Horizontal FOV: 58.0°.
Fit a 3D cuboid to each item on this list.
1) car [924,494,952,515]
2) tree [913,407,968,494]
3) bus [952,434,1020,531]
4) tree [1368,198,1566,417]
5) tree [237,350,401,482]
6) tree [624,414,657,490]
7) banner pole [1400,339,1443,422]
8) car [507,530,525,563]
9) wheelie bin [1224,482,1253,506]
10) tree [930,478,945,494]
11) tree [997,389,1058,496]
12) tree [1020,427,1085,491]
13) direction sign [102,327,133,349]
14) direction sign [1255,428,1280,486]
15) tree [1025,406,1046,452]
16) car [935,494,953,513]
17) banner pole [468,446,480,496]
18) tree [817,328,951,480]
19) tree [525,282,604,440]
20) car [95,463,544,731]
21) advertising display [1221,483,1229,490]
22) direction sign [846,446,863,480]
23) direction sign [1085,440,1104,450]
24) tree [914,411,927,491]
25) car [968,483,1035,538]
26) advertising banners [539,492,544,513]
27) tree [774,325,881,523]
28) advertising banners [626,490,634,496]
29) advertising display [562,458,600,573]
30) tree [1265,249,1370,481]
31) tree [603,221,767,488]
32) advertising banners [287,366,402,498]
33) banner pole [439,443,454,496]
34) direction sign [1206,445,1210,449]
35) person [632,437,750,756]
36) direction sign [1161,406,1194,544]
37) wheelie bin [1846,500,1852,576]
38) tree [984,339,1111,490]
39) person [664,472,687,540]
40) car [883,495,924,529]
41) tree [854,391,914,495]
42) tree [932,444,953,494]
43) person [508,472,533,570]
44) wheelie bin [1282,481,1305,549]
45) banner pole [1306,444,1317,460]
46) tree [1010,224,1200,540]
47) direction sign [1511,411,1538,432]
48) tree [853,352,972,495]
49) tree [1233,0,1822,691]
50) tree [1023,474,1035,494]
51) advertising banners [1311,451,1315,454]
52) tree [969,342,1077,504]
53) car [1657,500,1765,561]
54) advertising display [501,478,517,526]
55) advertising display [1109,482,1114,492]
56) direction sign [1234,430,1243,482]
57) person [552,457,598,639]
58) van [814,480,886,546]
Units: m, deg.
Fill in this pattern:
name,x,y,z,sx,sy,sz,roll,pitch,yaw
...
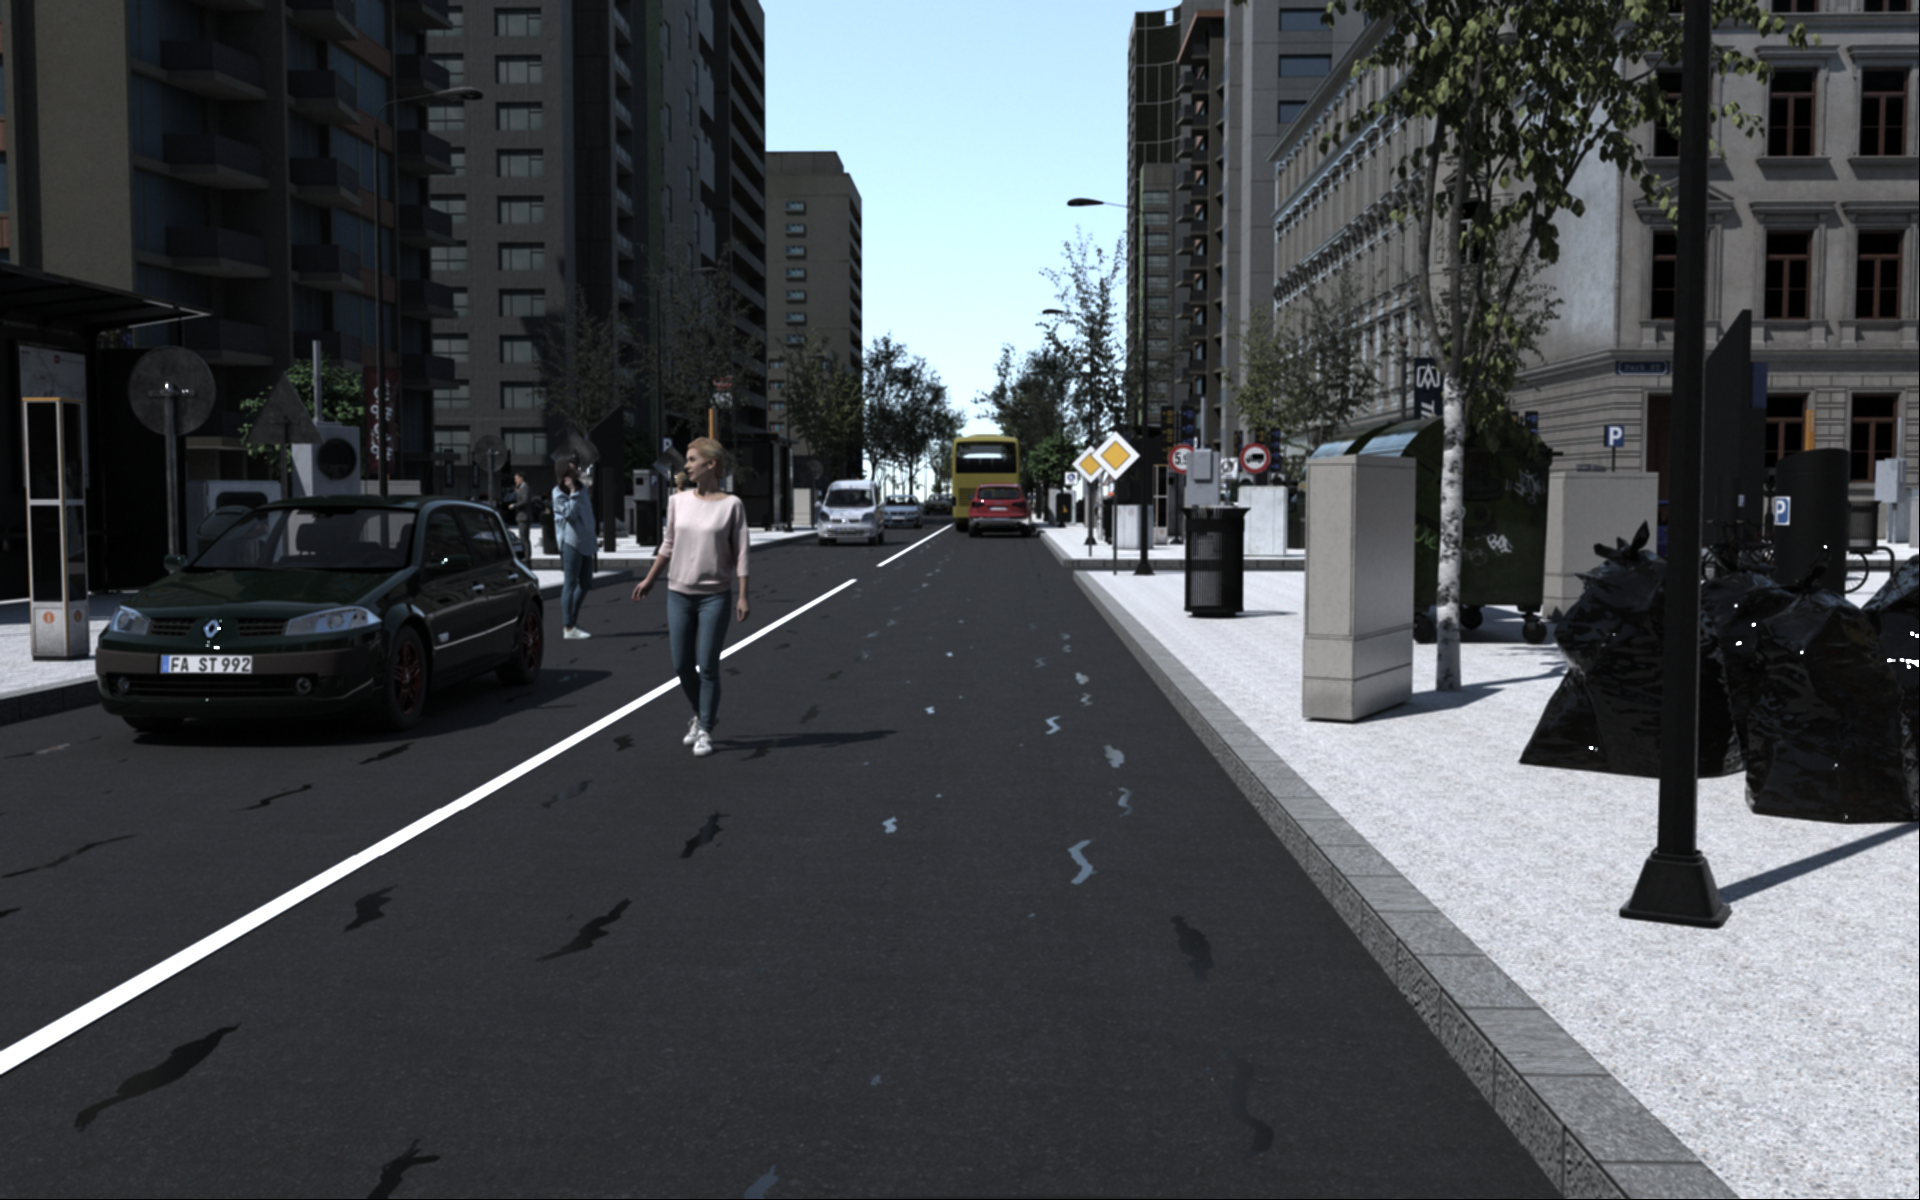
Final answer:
name,x,y,z,sx,sy,sz,roll,pitch,yaw
car,-1.520,-6.835,121.975,2.015,1.641,3.980,0,4,0
tree,-2.557,-16.943,202.766,9.928,11.665,9.643,0,3,0
bus,1.063,-4.800,70.033,2.896,3.916,12.252,0,4,1
tree,12.786,-5.631,42.429,4.360,8.622,3.978,0,3,0
tree,-14.123,-3.357,38.601,4.285,4.588,4.351,0,3,0
tree,-13.765,-5.368,71.473,4.285,4.588,4.351,0,3,0
banner pole,7.388,-2.322,27.983,0.863,3.779,0.401,0,4,3
car,-9.815,-1.264,30.451,4.222,1.686,2.009,0,4,3
wheelie bin,7.580,-2.365,46.578,0.980,1.594,0.693,1,4,16
tree,-2.288,-11.831,188.037,1.663,3.219,1.824,0,3,0
tree,7.121,-15.857,177.395,7.486,12.596,7.792,0,3,0
tree,4.872,-6.159,84.417,4.285,4.588,4.351,0,3,0
direction sign,-11.106,-1.892,22.926,0.379,3.537,0.876,0,4,-3
direction sign,10.476,-4.102,59.057,0.876,3.537,0.379,-1,4,-9
tree,6.808,-11.382,136.463,4.737,8.622,4.395,0,3,0
car,-0.962,-7.540,135.079,2.131,1.459,4.920,0,4,2
banner pole,-25.315,-6.119,90.065,0.401,3.779,0.863,3,5,41
tree,-4.832,-9.982,97.621,7.601,10.594,8.767,2,4,34
tree,-12.700,-6.685,59.665,4.360,8.622,3.978,0,3,0
car,-4.126,-0.118,11.723,2.009,1.686,4.222,0,4,3
advertising display,14.767,-5.698,98.375,0.974,1.923,0.123,1,4,11
direction sign,-4.984,-5.503,81.974,0.876,3.537,0.379,2,4,27
direction sign,5.642,-4.943,72.810,0.876,3.537,0.379,-2,4,-24
tree,-4.158,-10.801,126.962,4.360,8.622,3.978,0,3,0
car,1.391,-3.060,58.708,2.281,1.827,5.304,0,4,3
advertising banners,-21.830,-5.942,93.335,2.074,3.025,0.090,2,4,27
tree,-6.261,-7.657,75.550,4.737,8.622,4.395,0,3,0
advertising banners,-13.021,-4.444,68.840,2.074,3.025,0.090,-1,4,-20
advertising display,-6.256,-1.418,28.406,0.974,1.923,0.123,3,5,41
tree,11.246,-6.281,53.054,4.360,8.622,3.978,0,3,0
tree,-7.020,-5.886,46.593,4.360,8.622,3.978,0,3,0
advertising banners,-8.566,-1.667,23.439,2.074,3.025,0.090,-2,4,-34
banner pole,-25.104,-5.784,84.578,0.863,3.779,0.401,-2,4,-33
direction sign,11.001,-5.333,79.194,0.876,3.537,0.379,0,4,-5
person,-1.477,-0.030,9.664,0.731,1.740,0.598,0,4,7
direction sign,5.581,-3.214,44.542,0.876,3.537,0.379,-1,4,-11
wheelie bin,12.774,-1.090,25.722,0.693,1.594,0.980,0,4,6
tree,5.852,-10.381,104.147,7.601,10.594,8.767,3,5,40
person,-3.735,-0.931,24.395,0.598,1.740,0.731,3,5,42
car,-2.501,-3.756,73.419,2.014,1.417,4.499,0,4,1
tree,-5.314,-10.101,115.521,4.360,8.622,3.978,0,3,0
tree,-2.113,-18.381,250.897,4.737,8.622,4.395,0,3,0
person,-8.311,-1.497,32.778,0.447,1.846,0.655,-1,4,-12
wheelie bin,7.868,-2.003,40.660,0.980,1.594,0.693,3,5,41
banner pole,17.567,-5.906,86.588,0.401,3.779,0.863,-3,4,-37
tree,4.106,-5.955,47.722,4.360,8.622,3.978,0,3,0
direction sign,15.334,-3.388,47.386,0.876,3.537,0.379,0,4,3
tree,-4.149,-14.594,148.977,12.009,13.543,11.850,0,3,0
tree,3.431,-3.711,11.041,4.737,8.622,4.395,0,3,0
tree,6.183,-9.809,154.973,1.663,3.219,1.824,0,3,0
advertising banners,13.532,-4.490,69.601,2.074,3.025,0.090,-1,4,-12
tree,8.058,-22.061,216.578,12.611,20.169,13.585,0,3,0
car,12.482,-1.169,31.690,3.894,1.354,1.945,0,4,2
advertising display,-18.107,-3.964,70.019,0.974,1.923,0.123,1,4,22
advertising display,8.256,-5.227,90.677,0.974,1.923,0.123,1,4,22
direction sign,9.950,-4.281,61.985,0.379,3.537,0.876,-1,4,-9
person,-3.835,-0.515,17.179,0.793,1.790,0.793,-1,4,-15
van,-3.066,-2.578,49.169,2.013,2.044,4.112,0,4,1
